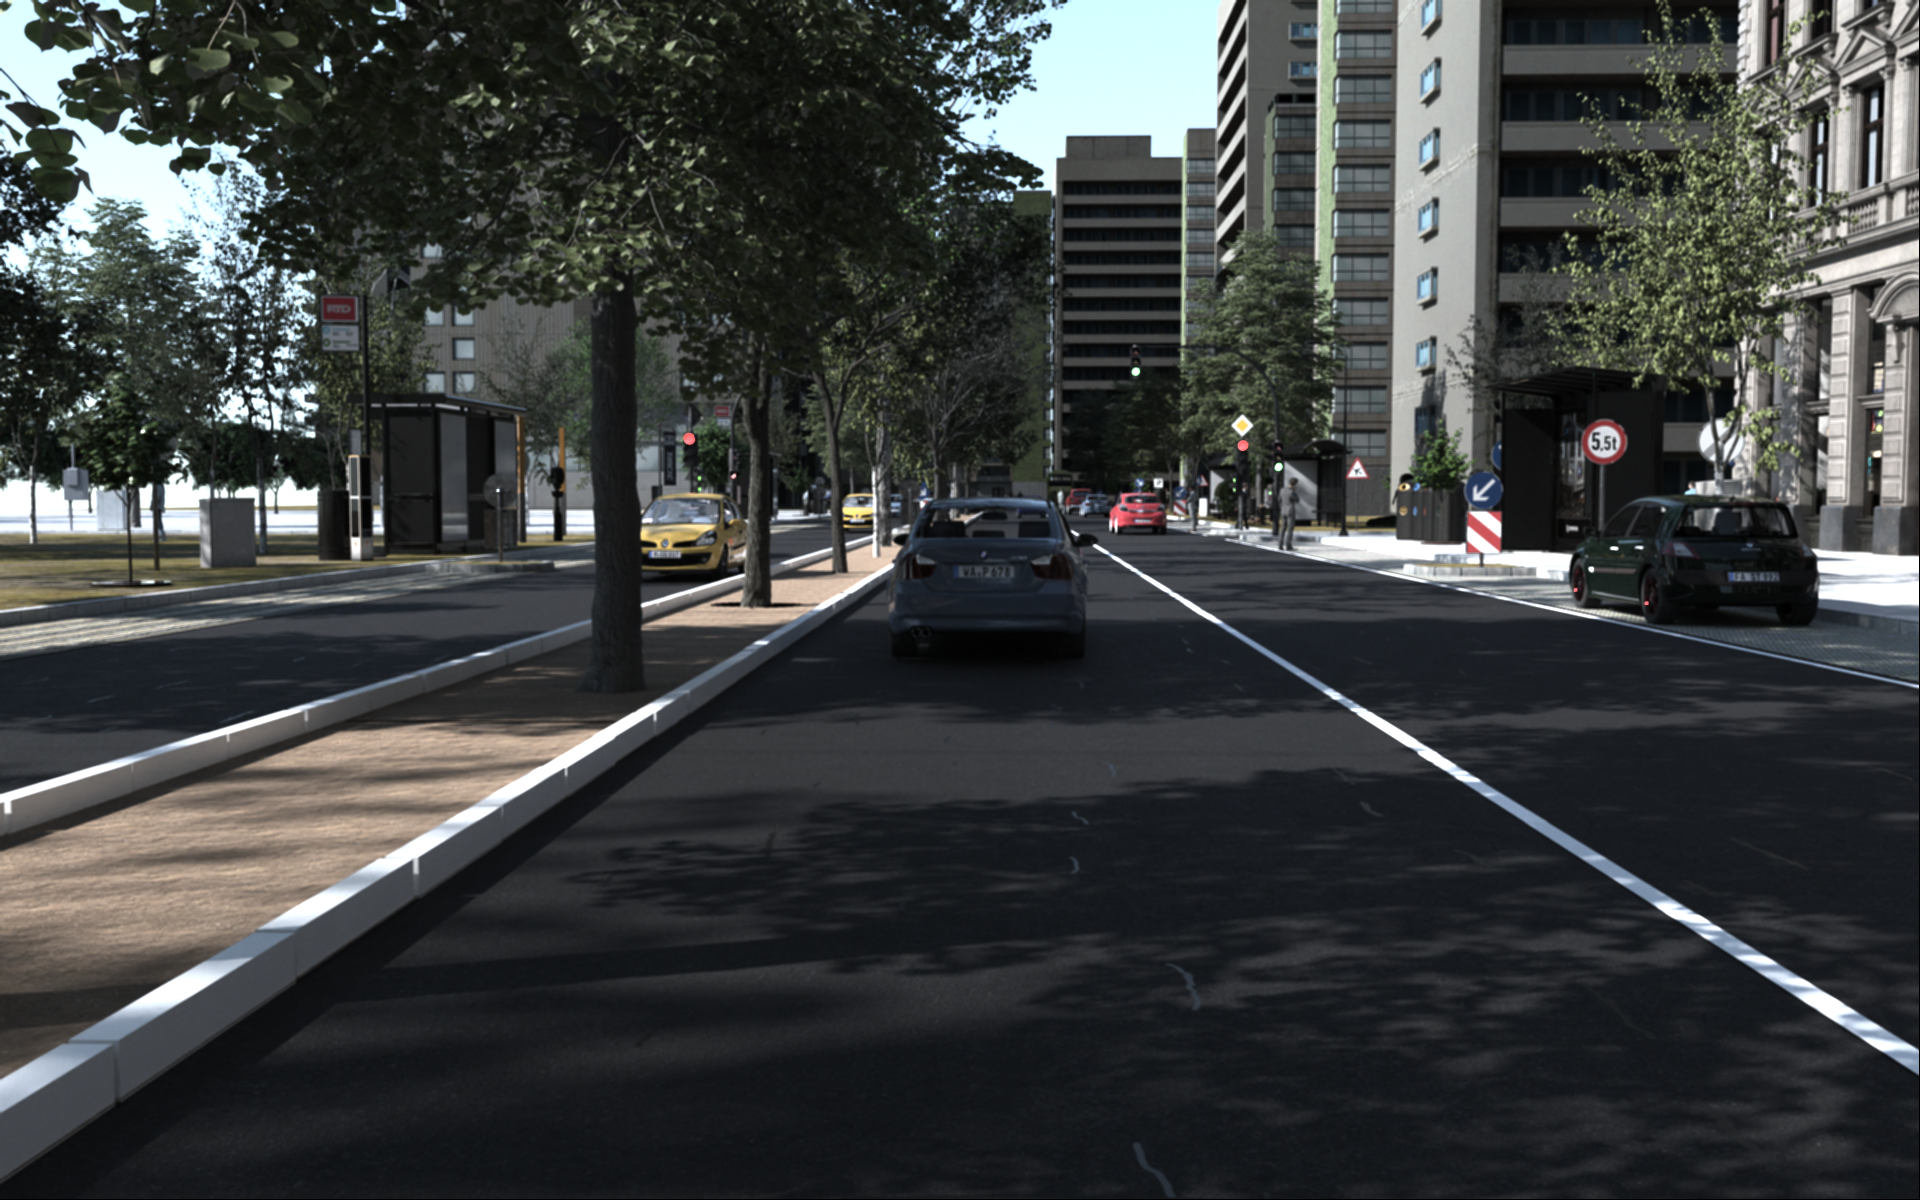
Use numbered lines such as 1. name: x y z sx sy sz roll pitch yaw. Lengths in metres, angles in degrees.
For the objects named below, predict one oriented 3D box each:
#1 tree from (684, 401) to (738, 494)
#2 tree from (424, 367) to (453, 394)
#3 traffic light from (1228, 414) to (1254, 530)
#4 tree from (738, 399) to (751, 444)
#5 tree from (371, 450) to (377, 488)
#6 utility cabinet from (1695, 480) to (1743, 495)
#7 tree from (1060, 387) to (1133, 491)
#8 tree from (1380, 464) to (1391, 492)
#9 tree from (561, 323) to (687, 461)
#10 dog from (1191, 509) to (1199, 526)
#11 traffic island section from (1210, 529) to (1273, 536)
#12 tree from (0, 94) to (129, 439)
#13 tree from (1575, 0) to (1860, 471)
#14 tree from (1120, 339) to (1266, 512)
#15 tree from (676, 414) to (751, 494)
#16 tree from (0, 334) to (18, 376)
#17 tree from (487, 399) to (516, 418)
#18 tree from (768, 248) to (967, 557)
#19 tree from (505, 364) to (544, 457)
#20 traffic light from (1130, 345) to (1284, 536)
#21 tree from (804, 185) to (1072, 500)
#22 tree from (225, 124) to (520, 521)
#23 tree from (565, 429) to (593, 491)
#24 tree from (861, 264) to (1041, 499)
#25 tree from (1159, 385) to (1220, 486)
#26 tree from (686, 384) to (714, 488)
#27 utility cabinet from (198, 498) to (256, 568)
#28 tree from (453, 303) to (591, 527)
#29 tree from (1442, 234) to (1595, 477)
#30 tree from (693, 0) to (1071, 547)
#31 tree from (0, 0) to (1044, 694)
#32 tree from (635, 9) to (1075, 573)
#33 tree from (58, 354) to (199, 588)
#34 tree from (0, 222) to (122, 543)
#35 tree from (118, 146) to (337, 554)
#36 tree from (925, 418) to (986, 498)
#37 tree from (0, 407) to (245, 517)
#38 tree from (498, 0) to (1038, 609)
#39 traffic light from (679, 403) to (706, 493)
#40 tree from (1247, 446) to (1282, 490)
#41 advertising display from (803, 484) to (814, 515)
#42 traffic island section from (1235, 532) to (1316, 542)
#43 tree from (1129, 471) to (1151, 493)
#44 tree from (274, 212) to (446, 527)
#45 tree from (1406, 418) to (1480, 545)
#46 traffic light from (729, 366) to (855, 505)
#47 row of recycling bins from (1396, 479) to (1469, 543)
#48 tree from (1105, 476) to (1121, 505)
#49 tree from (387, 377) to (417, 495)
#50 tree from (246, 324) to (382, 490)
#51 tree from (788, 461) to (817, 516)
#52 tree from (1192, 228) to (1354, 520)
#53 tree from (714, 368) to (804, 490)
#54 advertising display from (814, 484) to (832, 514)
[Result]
1. tree: -19.459 -11.274 134.693 4.737 8.622 4.395 0 3 0
2. tree: -27.124 -8.886 95.640 4.360 8.622 3.978 0 3 0
3. traffic light: 9.904 -4.410 61.021 0.839 4.253 0.868 0 4 2
4. tree: -13.397 -10.736 125.891 4.737 8.622 4.395 0 3 0
5. tree: -51.483 -10.251 130.512 20.602 7.101 11.467 1 4 15
6. utility cabinet: 11.885 -1.134 27.216 0.318 1.500 1.173 0 4 3
7. tree: 16.492 -18.188 204.024 9.857 13.997 8.962 0 3 0
8. tree: 24.272 -6.242 96.653 1.663 3.219 1.824 0 3 0
9. tree: -23.526 -12.865 120.705 12.009 13.543 11.850 0 3 0
10. dog: 10.488 -3.740 77.978 0.513 0.831 0.800 3 5 42
11. traffic island section: 9.944 -2.376 61.134 2.009 0.180 2.903 0 4 2
12. tree: -23.050 -7.268 35.841 9.611 12.733 9.660 0 3 0
13. tree: 11.106 -4.593 25.452 4.737 8.622 4.395 0 3 0
14. tree: 13.771 -10.239 101.828 8.767 10.594 7.601 0 4 0
15. tree: -10.121 -5.321 70.719 4.285 4.588 4.351 0 3 0
16. tree: -12.575 -2.210 19.845 4.285 4.588 4.351 0 3 0
17. tree: -34.700 -10.981 129.908 4.737 8.622 4.395 0 3 0
18. tree: -1.854 -5.257 38.767 4.737 8.622 4.395 0 3 0
19. tree: -25.384 -10.649 108.525 8.767 10.594 7.601 -2 4 -29
20. traffic light: 7.569 -4.789 52.962 4.771 5.953 1.251 0 4 2
21. tree: -0.853 -9.353 65.753 12.009 13.543 11.850 0 3 0
22. tree: -26.174 -13.738 80.502 12.611 20.169 13.585 0 3 0
23. tree: -27.762 -11.027 130.648 4.737 8.622 4.395 0 3 0
24. tree: -0.797 -10.086 84.372 9.611 12.733 9.660 0 3 0
25. tree: 14.601 -9.738 109.571 4.737 8.622 4.395 0 3 0
26. tree: -15.641 -9.765 110.016 4.360 8.622 3.978 0 3 0
27. utility cabinet: -12.949 -1.190 30.622 0.306 1.237 1.020 1 4 23
28. tree: -16.675 -7.163 67.470 4.360 8.622 3.978 0 3 0
29. tree: 16.220 -6.072 49.637 4.360 8.622 3.978 0 3 0
30. tree: -3.259 -11.561 47.371 12.611 20.169 13.585 0 3 0
31. tree: -2.591 -5.629 12.625 7.486 12.596 7.792 0 3 0
32. tree: -2.132 -5.775 31.286 8.767 10.594 7.601 0 4 2
33. tree: -11.506 -1.797 23.990 1.663 3.219 1.824 0 3 0
34. tree: -24.163 -5.796 45.130 4.737 8.622 4.395 0 3 0
35. tree: -14.994 -5.290 36.860 4.360 8.622 3.978 0 3 0
36. tree: -0.415 -8.542 92.475 4.360 8.622 3.978 0 3 0
37. tree: -51.807 -9.286 114.728 20.602 7.101 11.467 0 4 -3
38. tree: -2.470 -5.706 21.510 9.928 11.665 9.643 0 3 0
39. traffic light: -8.291 -3.954 53.567 0.839 4.253 0.868 0 4 2
40. tree: 19.415 -7.770 110.746 4.285 4.588 4.351 0 3 0
41. advertising display: -9.920 -6.681 114.452 0.974 1.923 0.123 -1 4 -23
42. traffic island section: 9.702 -1.888 53.153 2.009 0.180 2.903 0 4 2
43. tree: 15.042 -9.096 143.325 1.663 3.219 1.824 0 3 0
44. tree: -15.832 -5.814 45.427 4.737 8.622 4.395 0 3 0
45. tree: 12.293 -3.040 44.311 1.663 3.219 1.824 0 3 0
46. traffic light: -5.956 -5.312 61.520 4.771 5.953 1.251 0 4 2
47. row of recycling bins: 12.860 -2.447 47.126 1.069 1.692 3.534 0 4 -7
48. tree: 16.120 -11.327 179.797 1.663 3.219 1.824 0 3 0
49. tree: -34.310 -9.758 109.909 4.360 8.622 3.978 0 3 0
50. tree: -34.667 -9.836 95.230 7.601 10.594 8.767 0 4 8
51. tree: -9.406 -6.557 101.815 1.663 3.219 1.824 0 3 0
52. tree: 13.019 -9.564 74.499 7.486 12.596 7.792 0 3 0
53. tree: -10.076 -8.629 91.443 4.360 8.622 3.978 0 3 0
54. advertising display: -8.824 -6.570 112.636 0.974 1.923 0.123 0 4 3
